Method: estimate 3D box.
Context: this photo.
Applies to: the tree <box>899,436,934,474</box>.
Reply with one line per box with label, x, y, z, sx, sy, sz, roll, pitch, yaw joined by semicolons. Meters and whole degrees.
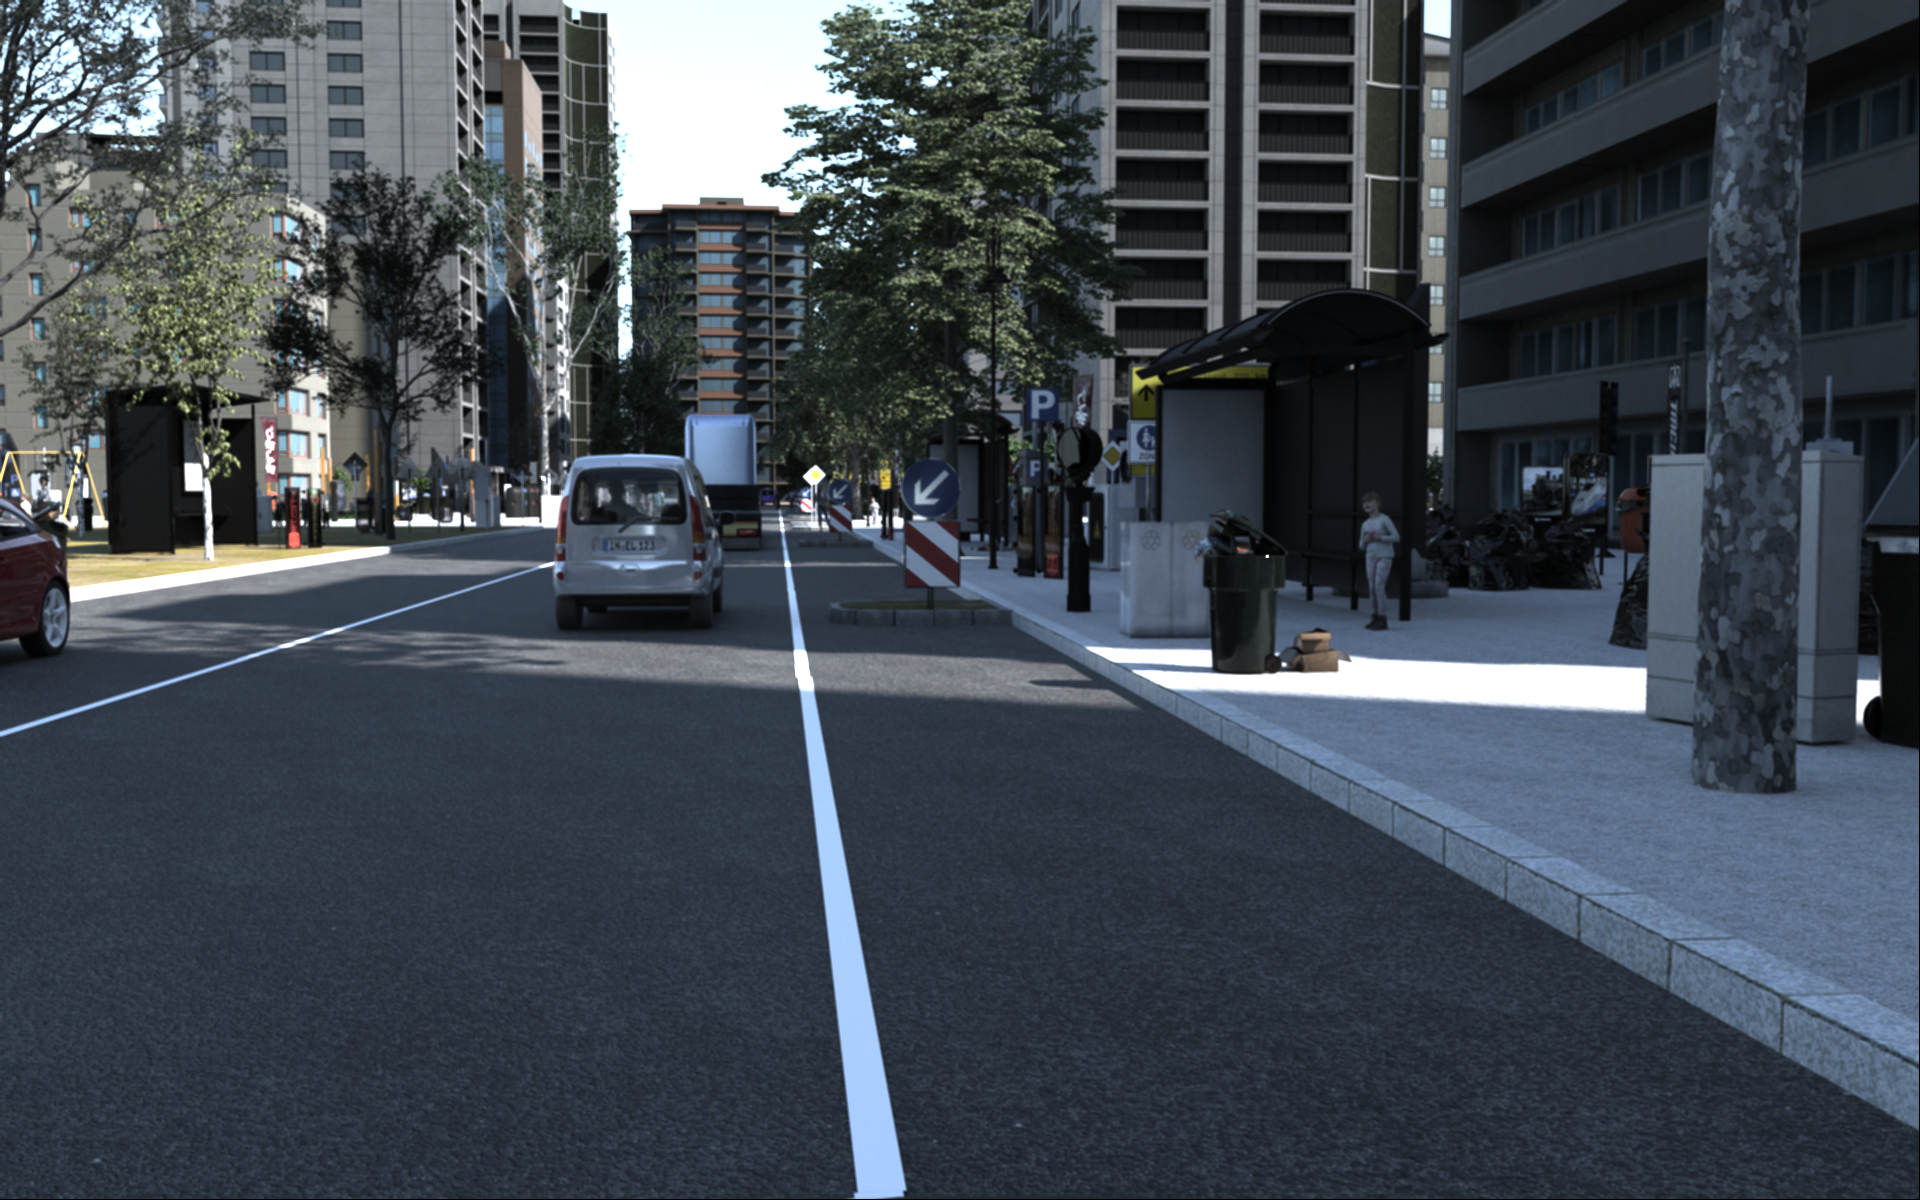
tree;-0.786;-3.518;52.117;1.663;3.219;1.824;0;3;0

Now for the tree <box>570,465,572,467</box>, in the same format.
tree;-22.144;-6.517;101.152;1.663;3.219;1.824;0;3;0

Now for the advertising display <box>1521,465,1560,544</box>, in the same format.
advertising display;13.079;-2.058;38.859;0.974;1.923;0.123;3;4;37

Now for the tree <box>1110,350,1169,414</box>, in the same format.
tree;9.891;-8.528;89.794;4.360;8.622;3.978;0;3;0

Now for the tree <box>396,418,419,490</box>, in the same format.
tree;-43.867;-11.142;132.532;4.360;8.622;3.978;0;3;0

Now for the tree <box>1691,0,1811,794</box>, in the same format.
tree;4.925;-9.240;6.960;12.611;20.169;13.585;0;3;0

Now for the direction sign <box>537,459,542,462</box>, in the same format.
direction sign;-26.578;-7.239;110.360;0.876;3.537;0.379;2;4;28

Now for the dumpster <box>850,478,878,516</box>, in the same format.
dumpster;-5.849;-6.174;103.439;1.502;2.255;1.985;0;4;-6

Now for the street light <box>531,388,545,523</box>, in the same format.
street light;-18.449;-6.311;75.968;0.468;5.910;1.993;0;4;-6

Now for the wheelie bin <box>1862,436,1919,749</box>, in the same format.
wheelie bin;5.064;-0.054;8.788;0.693;1.594;0.980;-1;4;-15

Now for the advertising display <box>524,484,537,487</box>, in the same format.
advertising display;-26.131;-6.151;105.775;0.974;1.923;0.123;0;4;7

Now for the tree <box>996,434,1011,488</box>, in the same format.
tree;2.641;-6.370;87.861;4.285;4.588;4.351;0;3;0

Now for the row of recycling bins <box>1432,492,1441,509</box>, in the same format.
row of recycling bins;43.127;-8.847;151.758;3.534;1.692;1.069;0;4;-6

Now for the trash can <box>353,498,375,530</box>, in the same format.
trash can;-22.428;-3.269;65.109;0.748;1.137;0.748;0;3;0

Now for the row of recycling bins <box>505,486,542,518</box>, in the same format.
row of recycling bins;-23.673;-5.315;94.016;1.069;1.692;3.534;1;4;12

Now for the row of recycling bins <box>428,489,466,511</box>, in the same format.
row of recycling bins;-38.751;-7.584;131.113;3.534;1.692;1.069;-2;4;-29

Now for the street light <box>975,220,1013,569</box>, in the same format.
street light;0.569;-3.473;29.576;0.468;5.910;1.993;0;4;-6

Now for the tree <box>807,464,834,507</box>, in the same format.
tree;-13.836;-13.294;167.722;4.360;8.622;3.978;0;3;0

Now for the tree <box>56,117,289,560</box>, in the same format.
tree;-14.733;-5.068;33.228;4.737;8.622;4.395;0;3;0

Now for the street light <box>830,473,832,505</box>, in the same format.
street light;-8.367;-8.544;112.475;0.468;5.910;1.993;0;4;-6

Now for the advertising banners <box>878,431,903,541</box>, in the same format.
advertising banners;-1.934;-3.167;47.973;0.090;3.025;2.074;-1;4;-16

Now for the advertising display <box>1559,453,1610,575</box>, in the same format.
advertising display;9.811;-1.343;27.164;0.974;1.923;0.123;-2;4;-33

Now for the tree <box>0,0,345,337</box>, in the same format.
tree;-13.648;-6.887;22.980;12.009;13.543;11.850;0;3;0

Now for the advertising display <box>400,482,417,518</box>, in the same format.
advertising display;-29.825;-5.416;93.759;0.123;1.923;0.974;3;4;37

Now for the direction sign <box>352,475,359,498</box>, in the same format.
direction sign;-35.505;-6.713;101.751;0.876;3.537;0.379;3;5;45

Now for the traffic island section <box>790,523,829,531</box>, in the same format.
traffic island section;-5.706;-2.867;69.162;2.009;0.180;2.903;0;4;-6

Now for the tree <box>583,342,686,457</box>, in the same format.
tree;-24.366;-13.102;131.217;9.611;12.733;9.660;0;3;0

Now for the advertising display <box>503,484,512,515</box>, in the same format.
advertising display;-28.408;-6.329;108.697;0.123;1.923;0.974;1;4;12

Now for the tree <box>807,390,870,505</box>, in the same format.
tree;-6.590;-8.792;94.115;4.737;8.622;4.395;0;3;0

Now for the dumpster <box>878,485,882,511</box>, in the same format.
dumpster;-6.367;-7.717;128.668;1.502;2.255;1.985;0;4;-6

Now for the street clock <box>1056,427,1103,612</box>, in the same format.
street clock;1.298;-0.874;18.863;0.471;2.002;0.358;3;5;40

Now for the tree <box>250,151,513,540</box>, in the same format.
tree;-16.265;-6.964;48.278;8.767;10.594;7.601;2;4;31

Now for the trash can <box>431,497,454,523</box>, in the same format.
trash can;-22.719;-3.967;76.520;0.748;1.137;0.748;0;3;0

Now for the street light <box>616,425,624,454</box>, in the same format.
street light;-22.557;-8.715;115.278;0.468;5.910;1.993;0;4;-6

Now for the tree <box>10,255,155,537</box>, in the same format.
tree;-26.375;-6.210;51.897;4.360;8.622;3.978;0;3;0

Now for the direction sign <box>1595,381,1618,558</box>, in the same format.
direction sign;13.090;-2.631;35.020;0.379;3.537;0.876;3;5;42

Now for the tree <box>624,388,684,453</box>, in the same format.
tree;-28.797;-14.805;160.187;7.486;12.596;7.792;0;3;0

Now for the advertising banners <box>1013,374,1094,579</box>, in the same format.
advertising banners;1.404;-1.837;26.216;0.090;3.025;2.074;-2;4;-31

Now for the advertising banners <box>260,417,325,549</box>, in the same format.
advertising banners;-15.588;-2.709;40.477;0.090;3.025;2.074;1;4;19

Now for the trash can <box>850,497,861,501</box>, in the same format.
trash can;-6.107;-5.492;101.446;0.748;1.137;0.748;0;3;0

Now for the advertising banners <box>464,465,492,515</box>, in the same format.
advertising banners;-29.522;-6.703;105.774;2.074;3.025;0.090;1;4;14

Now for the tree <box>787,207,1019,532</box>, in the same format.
tree;-1.737;-8.174;59.408;9.928;11.665;9.643;0;3;0

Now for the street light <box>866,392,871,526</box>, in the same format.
street light;-3.666;-5.878;68.896;0.468;5.910;1.993;0;4;-6

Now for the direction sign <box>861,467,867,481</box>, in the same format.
direction sign;-7.314;-8.645;133.348;0.379;3.537;0.876;-3;5;-42

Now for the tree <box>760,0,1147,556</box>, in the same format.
tree;-0.136;-7.151;35.041;7.486;12.596;7.792;0;3;0

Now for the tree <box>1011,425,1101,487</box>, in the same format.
tree;5.056;-5.991;81.664;4.285;4.588;4.351;0;3;0

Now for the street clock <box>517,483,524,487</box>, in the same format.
street clock;-28.271;-6.539;111.484;0.471;2.002;0.358;-1;4;-19

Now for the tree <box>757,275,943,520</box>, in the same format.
tree;-5.239;-10.278;85.057;9.611;12.733;9.660;0;3;0
